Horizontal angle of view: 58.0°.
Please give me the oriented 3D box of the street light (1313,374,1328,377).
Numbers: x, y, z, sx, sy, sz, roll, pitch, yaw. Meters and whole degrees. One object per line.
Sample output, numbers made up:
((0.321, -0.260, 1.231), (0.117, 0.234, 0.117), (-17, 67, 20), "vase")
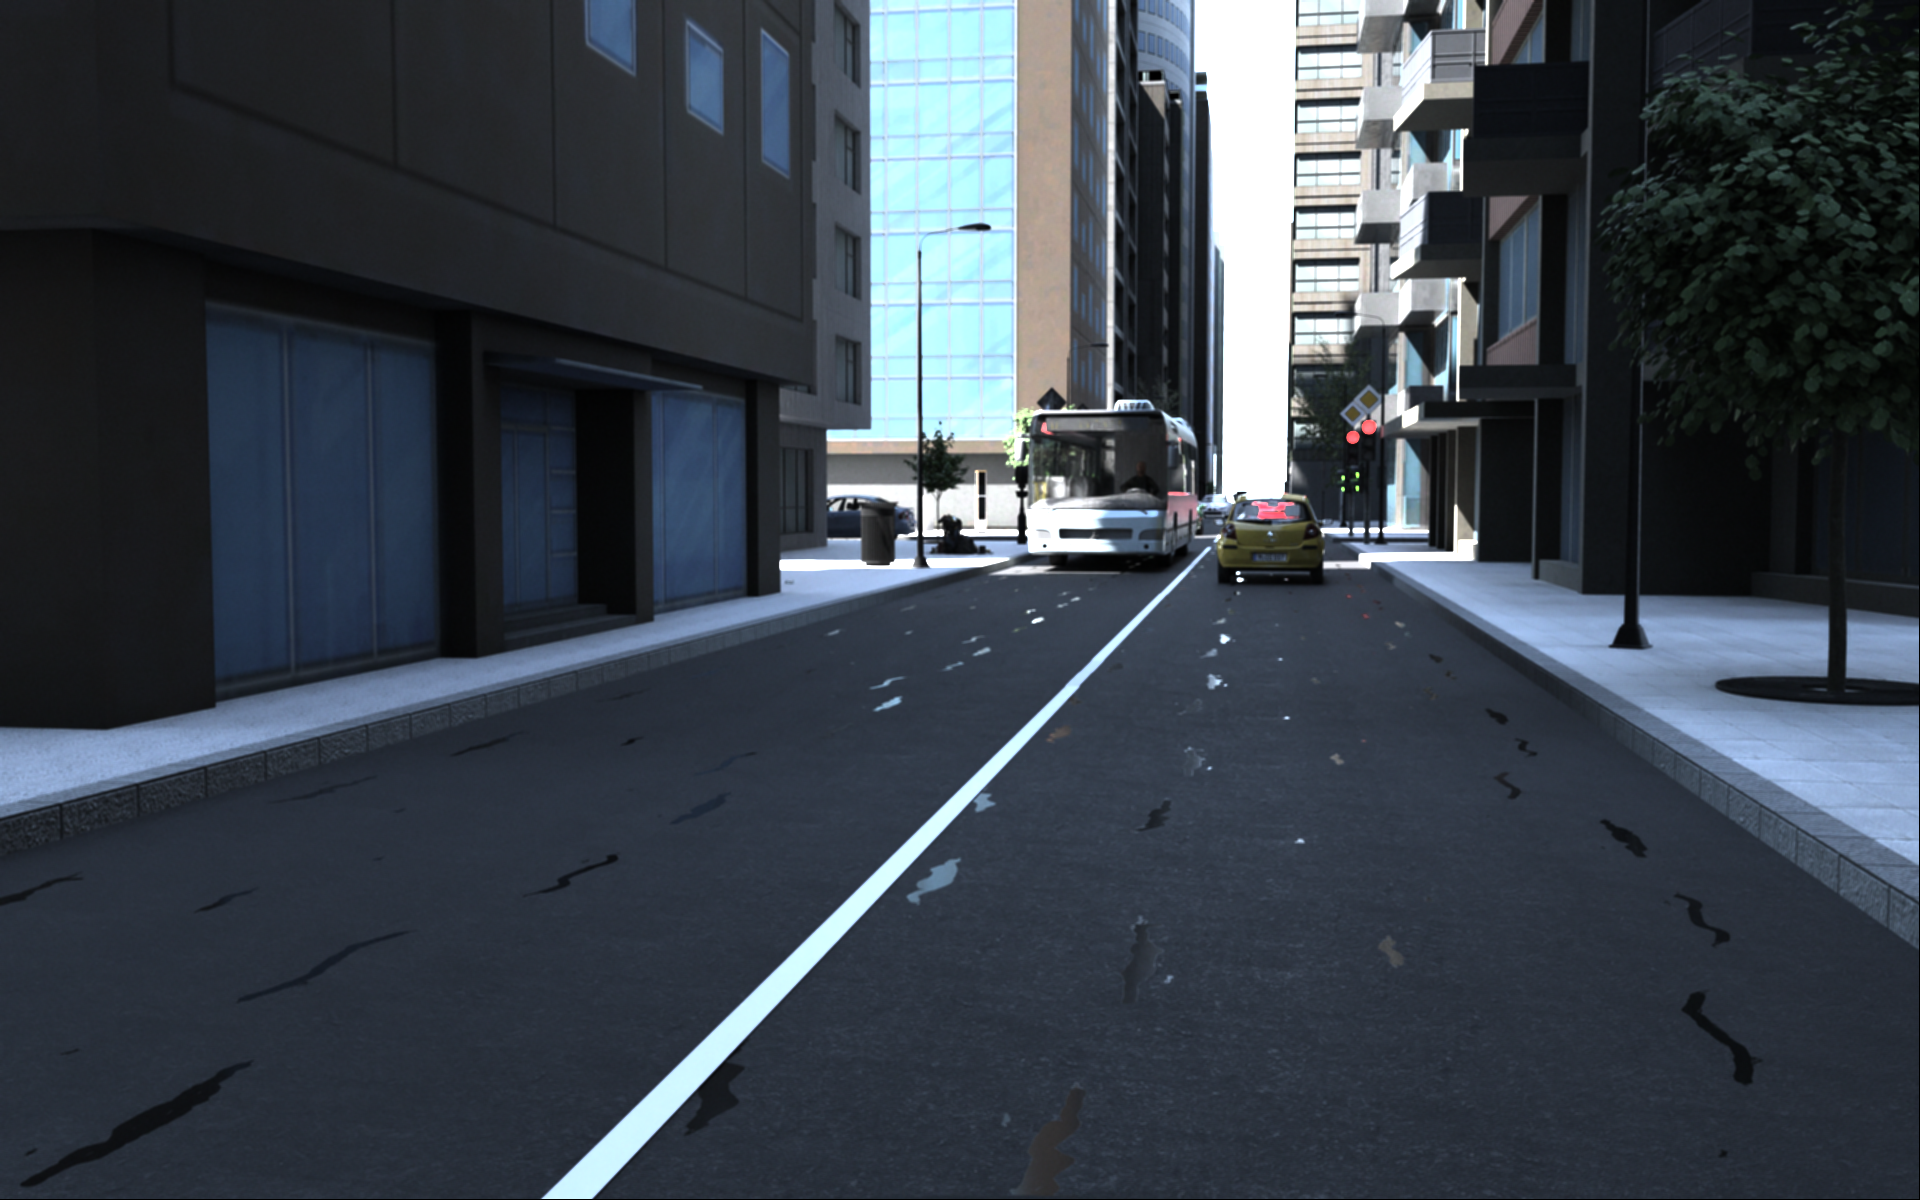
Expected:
((14.351, -5.784, 67.116), (1.470, 5.913, 1.316), (1, 4, 10), "street light")

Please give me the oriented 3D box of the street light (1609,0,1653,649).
((5.079, -2.561, 14.406), (1.470, 5.913, 1.316), (1, 4, 10), "street light")

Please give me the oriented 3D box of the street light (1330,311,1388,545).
((10.206, -4.377, 44.105), (1.470, 5.913, 1.316), (1, 4, 10), "street light")

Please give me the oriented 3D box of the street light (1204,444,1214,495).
((22.395, -11.430, 159.423), (1.470, 5.913, 1.316), (1, 4, 10), "street light")

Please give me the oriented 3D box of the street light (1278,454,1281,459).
((32.683, -12.236, 172.595), (1.470, 5.913, 1.316), (1, 4, 10), "street light")

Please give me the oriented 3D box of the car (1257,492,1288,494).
((11.365, -3.305, 63.080), (2.155, 1.783, 4.494), (1, 4, 8), "car")

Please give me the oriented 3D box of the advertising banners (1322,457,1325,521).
((15.787, -4.834, 75.231), (0.090, 3.025, 2.074), (1, 4, 12), "advertising banners")

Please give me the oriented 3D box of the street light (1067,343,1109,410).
((3.870, -4.948, 53.442), (1.470, 5.913, 1.316), (1, 4, 10), "street light")

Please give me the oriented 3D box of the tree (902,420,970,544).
((-0.525, -3.088, 45.085), (1.663, 3.219, 1.824), (0, 3, 0), "tree")

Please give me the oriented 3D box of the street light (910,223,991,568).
((-0.160, -3.509, 29.920), (1.470, 5.913, 1.316), (1, 4, 10), "street light")

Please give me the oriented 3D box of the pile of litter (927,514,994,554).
((-0.080, -1.431, 37.364), (1.176, 0.858, 1.719), (-3, 5, -45), "pile of litter")

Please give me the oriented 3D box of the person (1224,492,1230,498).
((31.152, -11.781, 201.917), (0.742, 1.727, 0.445), (0, 4, -4), "person")

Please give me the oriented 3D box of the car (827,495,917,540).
((-3.510, -2.355, 50.509), (4.499, 1.417, 2.014), (1, 4, 11), "car")

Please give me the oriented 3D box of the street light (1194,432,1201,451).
((17.243, -9.582, 129.204), (1.470, 5.913, 1.316), (1, 4, 10), "street light")

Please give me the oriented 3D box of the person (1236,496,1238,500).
((36.798, -13.356, 230.062), (0.799, 1.438, 0.628), (2, 4, 29), "person")

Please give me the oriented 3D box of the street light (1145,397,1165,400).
((9.056, -6.737, 82.692), (1.470, 5.913, 1.316), (1, 4, 10), "street light")

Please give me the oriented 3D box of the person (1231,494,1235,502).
((36.559, -13.443, 231.489), (0.799, 1.438, 0.628), (-1, 4, -19), "person")

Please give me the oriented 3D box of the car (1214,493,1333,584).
((5.272, -1.163, 29.234), (2.015, 1.641, 3.980), (1, 4, 11), "car")

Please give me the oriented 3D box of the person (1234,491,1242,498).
((34.905, -12.707, 216.276), (1.348, 1.821, 0.705), (1, 4, 21), "person")

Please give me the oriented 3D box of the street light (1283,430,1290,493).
((24.417, -9.377, 125.859), (1.470, 5.913, 1.316), (1, 4, 10), "street light")

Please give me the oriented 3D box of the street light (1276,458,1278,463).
((37.806, -14.013, 201.655), (1.470, 5.913, 1.316), (1, 4, 10), "street light")

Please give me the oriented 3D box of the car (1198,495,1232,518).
((15.372, -5.631, 104.420), (2.083, 1.381, 4.827), (1, 4, 12), "car")

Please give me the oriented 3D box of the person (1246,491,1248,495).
((42.056, -14.975, 253.276), (0.705, 1.831, 1.348), (3, 4, 38), "person")

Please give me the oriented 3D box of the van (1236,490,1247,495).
((43.601, -16.141, 268.291), (2.240, 2.365, 5.245), (1, 4, 8), "van")

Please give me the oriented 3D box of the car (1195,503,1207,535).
((7.767, -3.067, 61.943), (2.131, 1.459, 4.920), (1, 4, 9), "car")

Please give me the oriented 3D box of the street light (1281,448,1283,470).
((27.603, -10.457, 143.518), (1.470, 5.913, 1.316), (1, 4, 10), "street light")

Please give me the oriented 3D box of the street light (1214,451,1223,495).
((27.589, -13.213, 188.576), (1.470, 5.913, 1.316), (1, 4, 10), "street light")

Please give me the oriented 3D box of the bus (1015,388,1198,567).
((3.510, -2.586, 37.147), (2.948, 3.499, 13.247), (1, 4, 10), "bus")

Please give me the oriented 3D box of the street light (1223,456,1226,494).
((31.371, -14.570, 210.767), (1.470, 5.913, 1.316), (1, 4, 10), "street light")

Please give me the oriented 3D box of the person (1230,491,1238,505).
((35.515, -13.177, 223.952), (1.348, 1.824, 0.705), (2, 4, 33), "person")

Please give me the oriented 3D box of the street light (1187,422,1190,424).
((14.114, -8.515, 111.763), (1.470, 5.913, 1.316), (1, 4, 10), "street light")
